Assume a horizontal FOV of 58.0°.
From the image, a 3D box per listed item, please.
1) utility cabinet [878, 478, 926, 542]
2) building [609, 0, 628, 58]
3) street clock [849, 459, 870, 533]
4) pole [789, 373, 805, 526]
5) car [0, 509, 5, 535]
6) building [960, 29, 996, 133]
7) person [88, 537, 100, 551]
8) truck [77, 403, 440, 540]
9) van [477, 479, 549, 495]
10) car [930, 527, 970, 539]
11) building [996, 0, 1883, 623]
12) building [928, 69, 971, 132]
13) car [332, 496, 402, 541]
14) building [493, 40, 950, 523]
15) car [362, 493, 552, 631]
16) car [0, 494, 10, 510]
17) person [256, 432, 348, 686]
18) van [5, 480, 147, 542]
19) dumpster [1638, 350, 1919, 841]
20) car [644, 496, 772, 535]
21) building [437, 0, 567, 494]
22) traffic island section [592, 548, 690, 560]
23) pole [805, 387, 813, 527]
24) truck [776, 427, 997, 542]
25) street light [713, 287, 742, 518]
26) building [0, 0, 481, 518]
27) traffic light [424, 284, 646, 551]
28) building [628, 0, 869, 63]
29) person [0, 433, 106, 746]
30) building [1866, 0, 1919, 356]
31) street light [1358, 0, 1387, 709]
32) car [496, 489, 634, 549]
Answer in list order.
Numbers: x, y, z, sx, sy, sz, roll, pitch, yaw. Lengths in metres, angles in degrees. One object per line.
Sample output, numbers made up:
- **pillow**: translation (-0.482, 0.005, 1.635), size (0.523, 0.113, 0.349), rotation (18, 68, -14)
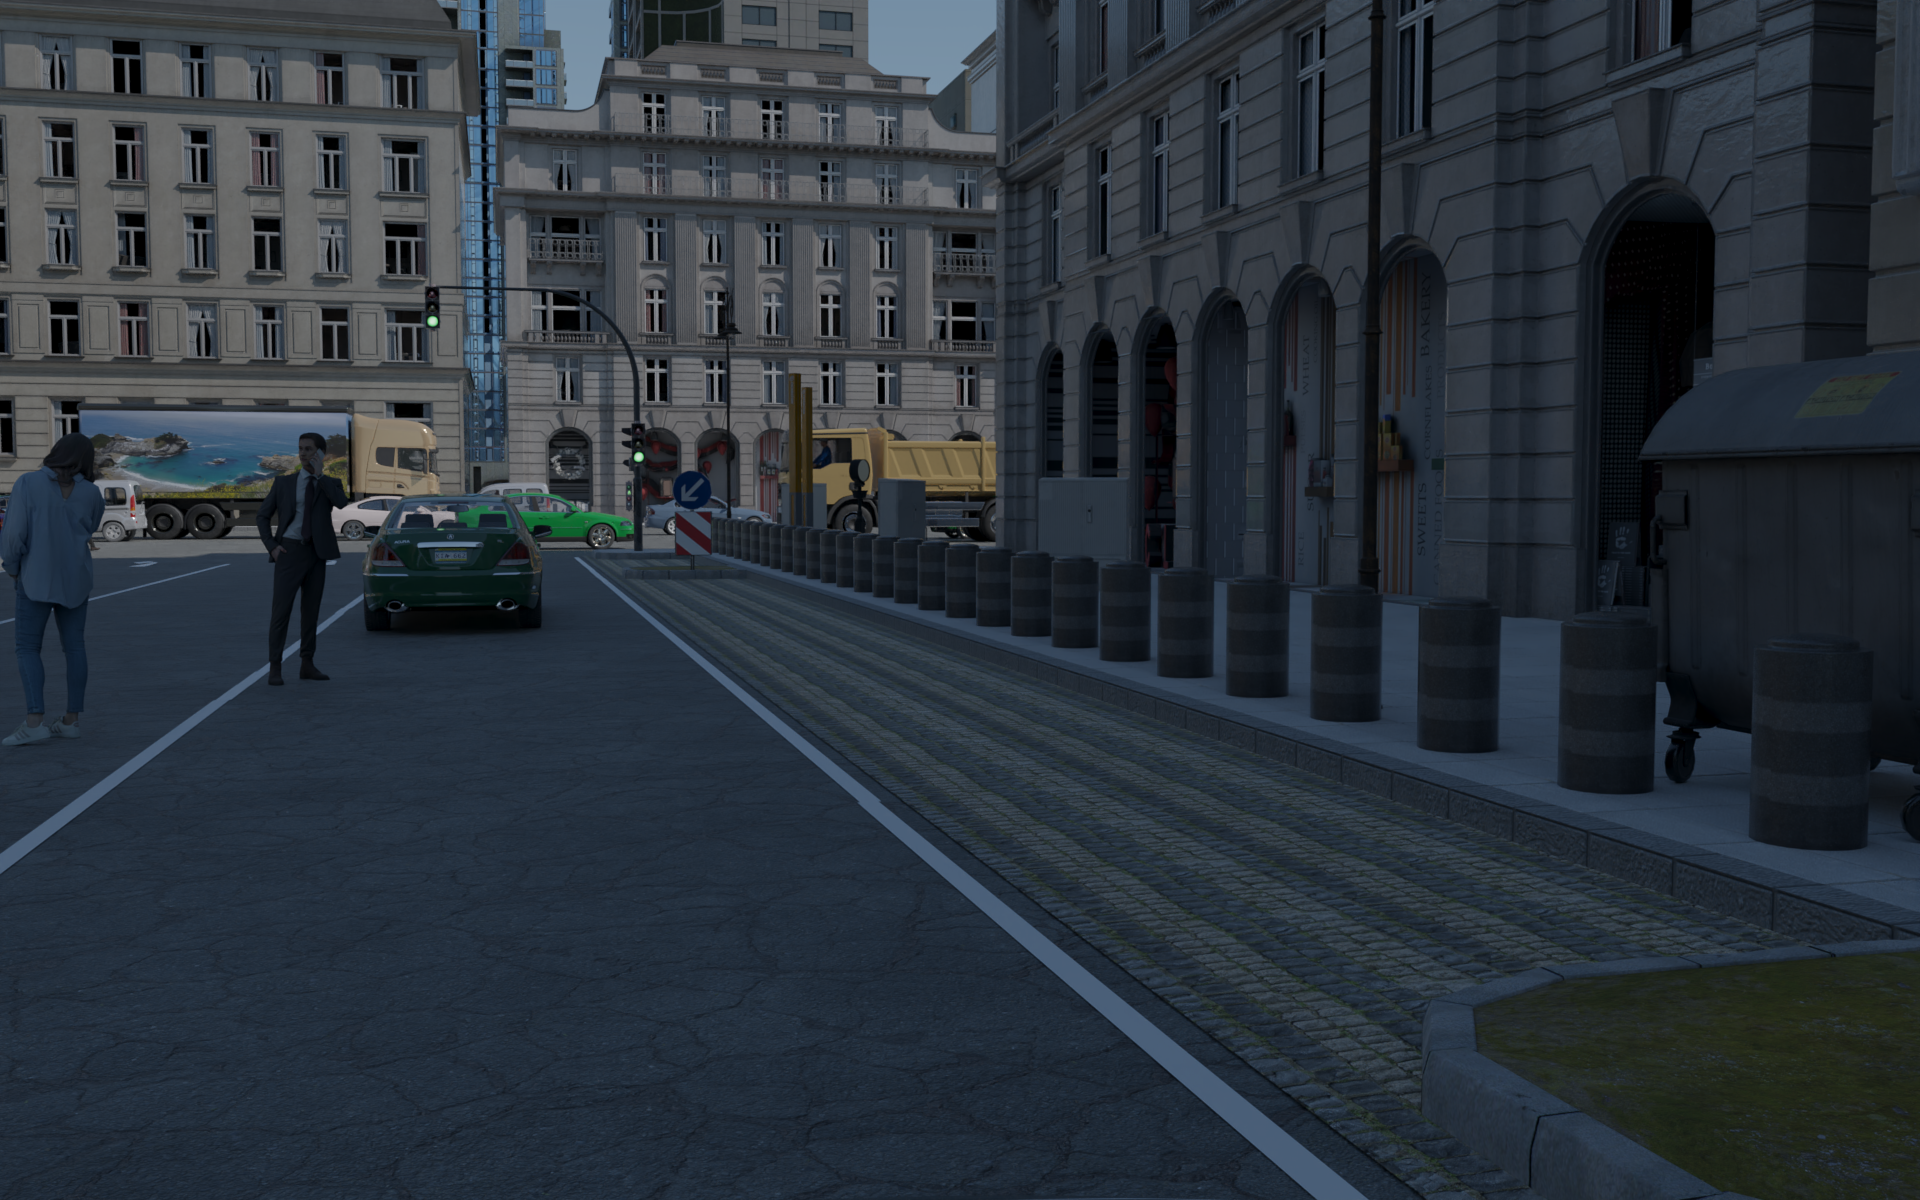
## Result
- **utility cabinet**: translation (-0.797, -0.960, 24.370), size (0.318, 1.500, 1.173), rotation (1, 4, 18)
- **building**: translation (-26.626, -52.805, 176.032), size (22.319, 86.520, 31.000), rotation (-1, 4, -15)
- **street clock**: translation (-2.079, -1.917, 35.918), size (0.358, 2.002, 0.471), rotation (2, 4, 30)
- **pole**: translation (-2.785, -2.169, 29.307), size (0.158, 3.312, 0.155), rotation (0, 3, 0)
- **car**: translation (-24.340, -1.716, 40.638), size (3.894, 1.354, 1.945), rotation (-1, 4, -15)
- **building**: translation (11.491, -18.579, 89.672), size (20.117, 28.700, 13.634), rotation (-1, 4, -15)
- **person**: translation (-21.731, -2.097, 43.192), size (0.661, 1.777, 0.834), rotation (1, 4, 23)
- **truck**: translation (-21.992, -4.097, 55.901), size (11.283, 4.237, 2.839), rotation (-1, 4, -15)
- **van**: translation (-16.877, -3.408, 62.738), size (4.112, 2.044, 2.013), rotation (-1, 4, -16)
- **car**: translation (1.330, -2.916, 56.471), size (4.718, 1.807, 1.959), rotation (-1, 4, -16)
- **building**: translation (9.364, -11.252, 25.772), size (13.314, 21.916, 24.055), rotation (-1, 4, -15)
- **building**: translation (8.048, -34.776, 192.287), size (21.600, 48.544, 21.300), rotation (-1, 4, -15)
- **car**: translation (-17.470, -2.550, 54.054), size (4.827, 1.381, 2.083), rotation (-1, 4, -16)
- **building**: translation (-9.781, -14.733, 82.687), size (24.055, 21.916, 13.314), rotation (-1, 4, -15)
- **car**: translation (-5.719, -0.485, 19.723), size (2.131, 1.459, 4.920), rotation (-1, 4, -14)
- **car**: translation (-30.150, -2.639, 54.940), size (4.920, 1.459, 2.131), rotation (-1, 4, -15)
- **person**: translation (-5.010, -0.329, 13.245), size (0.648, 1.900, 0.474), rotation (-3, 4, -37)
- **van**: translation (-26.749, -2.754, 52.042), size (4.112, 2.044, 2.013), rotation (-1, 4, -14)
- **dumpster**: translation (3.872, -0.082, 7.106), size (1.264, 1.857, 1.865), rotation (-1, 4, -15)
- **car**: translation (-8.881, -3.007, 61.165), size (4.499, 1.417, 2.014), rotation (-1, 4, -15)
- **building**: translation (-67.050, -56.510, 236.615), size (31.000, 86.520, 22.319), rotation (-1, 4, -15)
- **traffic island section**: translation (-7.235, -1.025, 39.040), size (2.009, 0.180, 2.903), rotation (-1, 4, -15)
- **pole**: translation (-2.912, -2.400, 33.077), size (0.158, 3.312, 0.155), rotation (0, 3, 0)
- **truck**: translation (-1.362, -3.416, 51.769), size (9.791, 3.379, 3.469), rotation (-1, 4, -16)
- **street light**: translation (-5.194, -4.039, 38.830), size (0.468, 5.910, 1.993), rotation (-1, 4, -15)
- **building**: translation (-36.890, -14.921, 77.236), size (30.059, 22.955, 16.112), rotation (-1, 4, -15)
- **traffic light**: translation (-9.276, -3.888, 38.242), size (4.771, 5.953, 1.251), rotation (-1, 4, -15)
- **building**: translation (-20.107, -43.629, 151.578), size (20.563, 71.187, 20.611), rotation (-1, 4, -15)
- **person**: translation (-5.289, -0.082, 10.102), size (0.793, 1.790, 0.793), rotation (0, 4, 4)
- **building**: translation (14.779, -13.322, 3.712), size (13.634, 28.700, 20.117), rotation (-1, 4, -15)
- **street light**: translation (2.441, -2.288, 10.199), size (0.468, 5.910, 1.993), rotation (-1, 4, -15)
- **car**: translation (-10.794, -2.213, 44.976), size (4.718, 1.807, 1.959), rotation (-1, 4, -16)
